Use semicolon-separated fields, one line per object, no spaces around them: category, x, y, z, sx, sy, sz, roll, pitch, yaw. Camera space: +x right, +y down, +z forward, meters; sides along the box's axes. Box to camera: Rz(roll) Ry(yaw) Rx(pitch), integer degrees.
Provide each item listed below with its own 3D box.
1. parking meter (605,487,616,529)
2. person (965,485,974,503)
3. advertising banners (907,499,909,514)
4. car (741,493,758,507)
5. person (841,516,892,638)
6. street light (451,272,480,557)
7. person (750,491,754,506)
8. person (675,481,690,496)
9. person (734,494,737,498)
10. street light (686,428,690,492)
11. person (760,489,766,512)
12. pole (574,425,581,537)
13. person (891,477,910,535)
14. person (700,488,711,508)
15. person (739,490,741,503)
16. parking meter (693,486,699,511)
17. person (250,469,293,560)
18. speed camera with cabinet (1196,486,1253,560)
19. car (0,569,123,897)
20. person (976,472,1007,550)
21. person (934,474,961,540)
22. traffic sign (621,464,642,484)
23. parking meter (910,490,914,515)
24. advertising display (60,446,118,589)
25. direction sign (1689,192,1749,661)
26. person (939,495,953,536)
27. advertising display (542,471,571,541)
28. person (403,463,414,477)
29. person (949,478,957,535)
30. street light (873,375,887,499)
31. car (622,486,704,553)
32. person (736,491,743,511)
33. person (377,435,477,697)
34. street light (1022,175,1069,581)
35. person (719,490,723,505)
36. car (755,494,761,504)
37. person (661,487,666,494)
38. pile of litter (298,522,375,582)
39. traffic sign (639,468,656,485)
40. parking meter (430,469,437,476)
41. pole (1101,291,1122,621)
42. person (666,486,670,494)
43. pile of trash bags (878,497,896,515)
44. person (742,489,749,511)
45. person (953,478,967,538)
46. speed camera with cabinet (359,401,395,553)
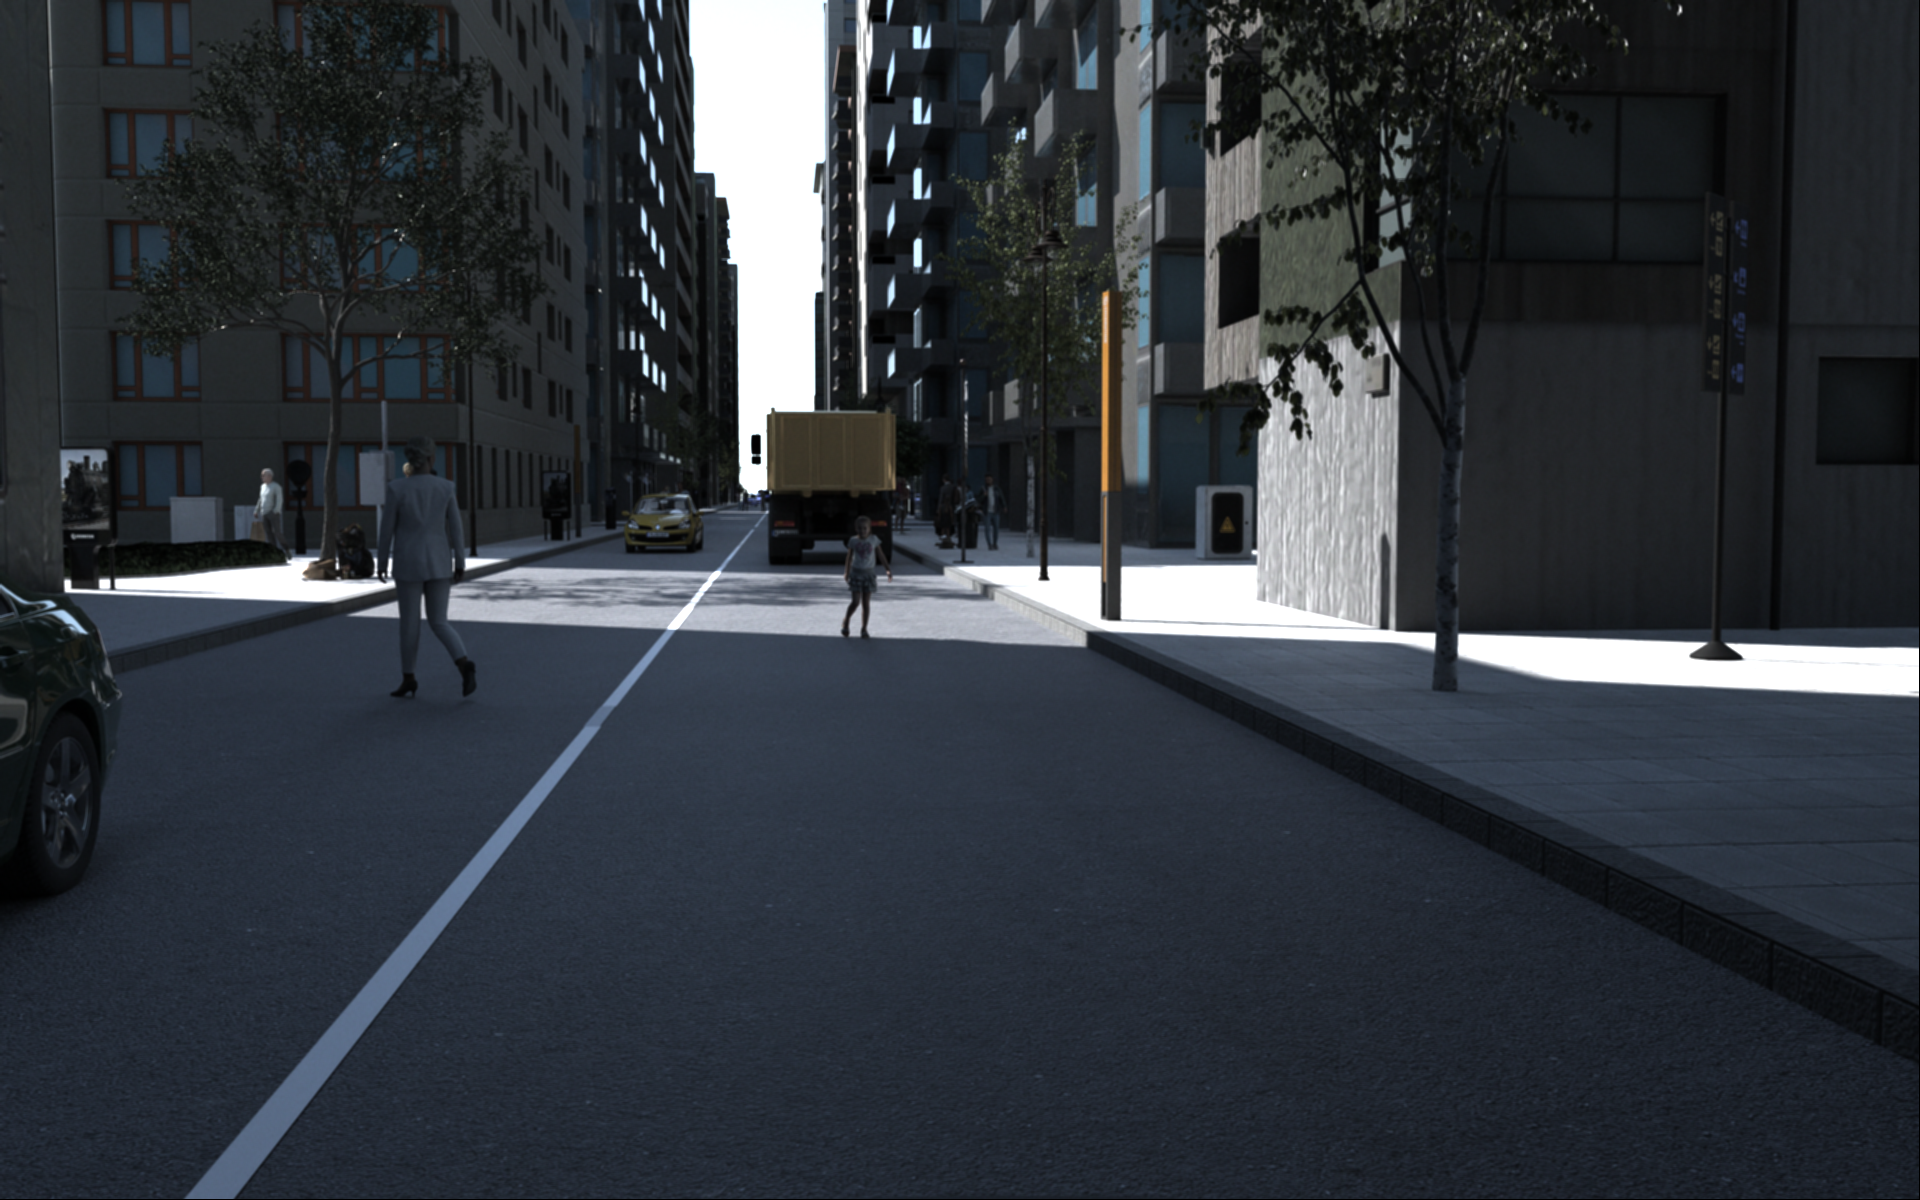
parking meter;-12.687;-3.333;62.901;0.372;1.533;0.369;0;3;0
person;0.475;-4.033;74.454;0.620;1.820;0.660;-2;4;-32
advertising banners;-2.863;-7.038;111.258;2.074;3.025;0.090;2;4;26
car;-24.029;-11.515;197.855;1.945;1.707;3.694;0;4;-5
person;-0.936;-0.234;17.335;0.505;1.210;0.382;0;4;-7
street light;-10.019;-3.834;35.481;0.468;5.910;1.993;0;4;-6
person;-26.018;-12.723;216.500;1.348;1.826;0.705;-3;4;-37
person;-7.989;-2.505;49.551;0.616;1.811;0.778;2;4;34
person;-31.816;-14.509;246.456;0.628;1.438;0.799;0;4;3
street light;-18.472;-8.865;117.723;0.468;5.910;1.993;0;4;-6
person;-16.007;-8.074;140.316;0.447;1.846;0.655;-3;5;-43
pole;-11.325;-3.514;51.302;0.158;3.312;0.155;0;3;0
person;-1.884;-2.968;54.546;0.573;1.828;0.580;1;4;14
person;-23.612;-9.401;159.768;1.348;1.822;0.705;-1;4;-15
person;-33.145;-15.551;260.319;0.705;1.822;1.348;-1;4;-20
parking meter;-17.877;-6.821;117.239;0.399;1.863;0.255;-2;4;-29
person;-13.460;-1.666;33.771;0.782;1.767;0.515;2;4;28
speed camera with cabinet;5.693;-2.425;33.983;2.038;3.252;0.660;-1;4;-12
car;-3.944;0.429;4.791;2.131;1.459;4.920;0;4;-7
person;0.697;-2.029;39.559;0.623;1.781;0.721;-2;4;-24
person;-0.294;-2.533;47.423;0.622;1.834;0.822;-3;5;-43
traffic sign;-12.840;-3.999;67.581;0.795;2.593;0.064;0;4;-6
parking meter;-2.828;-5.835;103.817;0.372;1.533;0.369;0;3;0
advertising display;-11.840;-1.111;23.384;0.974;1.923;0.123;1;4;12
direction sign;5.898;-1.309;13.407;0.379;3.537;0.876;3;5;42
person;-0.372;-2.109;45.198;0.362;1.253;0.373;1;4;17
advertising display;-11.169;-2.614;47.954;0.974;1.923;0.123;2;4;30
person;-9.054;-1.368;28.629;0.478;1.798;0.641;-1;4;-17
person;-0.202;-2.951;54.635;0.444;1.785;0.601;2;4;30
street light;-3.140;-5.803;67.671;0.468;5.910;1.993;0;4;-6
car;-7.417;-2.038;43.542;2.015;1.641;3.980;0;4;-5
person;-18.765;-8.440;147.337;0.643;1.720;0.563;-1;4;-18
person;-3.710;-0.226;12.077;0.818;1.842;0.514;3;4;38
street light;1.245;-3.227;25.542;0.468;5.910;1.993;0;4;-6
person;-27.833;-11.962;201.698;0.705;1.814;1.350;0;4;3
car;-26.146;-13.088;223.581;1.945;1.707;3.694;0;4;-5
person;-18.364;-6.169;107.649;0.466;1.731;0.760;-1;4;-14
pile of litter;-9.506;-0.753;26.278;1.176;0.858;1.719;1;4;11
traffic sign;-13.656;-4.485;75.524;0.795;2.593;0.064;0;4;-6
parking meter;-11.502;-1.946;37.523;0.255;1.863;0.399;-3;4;-37
pole;1.535;-1.449;17.540;0.158;3.312;0.155;0;3;0
person;-17.982;-6.148;106.747;0.728;1.800;0.709;0;4;-2
pile of trash bags;-4.086;-6.036;108.436;3.447;1.369;1.912;0;4;-6
person;-18.432;-8.580;148.586;0.655;1.846;0.447;-2;4;-25
person;-0.038;-2.720;51.087;0.480;1.755;0.524;-3;4;-36
speed camera with cabinet;-12.377;-2.637;37.459;0.660;3.252;2.038;0;3;0
